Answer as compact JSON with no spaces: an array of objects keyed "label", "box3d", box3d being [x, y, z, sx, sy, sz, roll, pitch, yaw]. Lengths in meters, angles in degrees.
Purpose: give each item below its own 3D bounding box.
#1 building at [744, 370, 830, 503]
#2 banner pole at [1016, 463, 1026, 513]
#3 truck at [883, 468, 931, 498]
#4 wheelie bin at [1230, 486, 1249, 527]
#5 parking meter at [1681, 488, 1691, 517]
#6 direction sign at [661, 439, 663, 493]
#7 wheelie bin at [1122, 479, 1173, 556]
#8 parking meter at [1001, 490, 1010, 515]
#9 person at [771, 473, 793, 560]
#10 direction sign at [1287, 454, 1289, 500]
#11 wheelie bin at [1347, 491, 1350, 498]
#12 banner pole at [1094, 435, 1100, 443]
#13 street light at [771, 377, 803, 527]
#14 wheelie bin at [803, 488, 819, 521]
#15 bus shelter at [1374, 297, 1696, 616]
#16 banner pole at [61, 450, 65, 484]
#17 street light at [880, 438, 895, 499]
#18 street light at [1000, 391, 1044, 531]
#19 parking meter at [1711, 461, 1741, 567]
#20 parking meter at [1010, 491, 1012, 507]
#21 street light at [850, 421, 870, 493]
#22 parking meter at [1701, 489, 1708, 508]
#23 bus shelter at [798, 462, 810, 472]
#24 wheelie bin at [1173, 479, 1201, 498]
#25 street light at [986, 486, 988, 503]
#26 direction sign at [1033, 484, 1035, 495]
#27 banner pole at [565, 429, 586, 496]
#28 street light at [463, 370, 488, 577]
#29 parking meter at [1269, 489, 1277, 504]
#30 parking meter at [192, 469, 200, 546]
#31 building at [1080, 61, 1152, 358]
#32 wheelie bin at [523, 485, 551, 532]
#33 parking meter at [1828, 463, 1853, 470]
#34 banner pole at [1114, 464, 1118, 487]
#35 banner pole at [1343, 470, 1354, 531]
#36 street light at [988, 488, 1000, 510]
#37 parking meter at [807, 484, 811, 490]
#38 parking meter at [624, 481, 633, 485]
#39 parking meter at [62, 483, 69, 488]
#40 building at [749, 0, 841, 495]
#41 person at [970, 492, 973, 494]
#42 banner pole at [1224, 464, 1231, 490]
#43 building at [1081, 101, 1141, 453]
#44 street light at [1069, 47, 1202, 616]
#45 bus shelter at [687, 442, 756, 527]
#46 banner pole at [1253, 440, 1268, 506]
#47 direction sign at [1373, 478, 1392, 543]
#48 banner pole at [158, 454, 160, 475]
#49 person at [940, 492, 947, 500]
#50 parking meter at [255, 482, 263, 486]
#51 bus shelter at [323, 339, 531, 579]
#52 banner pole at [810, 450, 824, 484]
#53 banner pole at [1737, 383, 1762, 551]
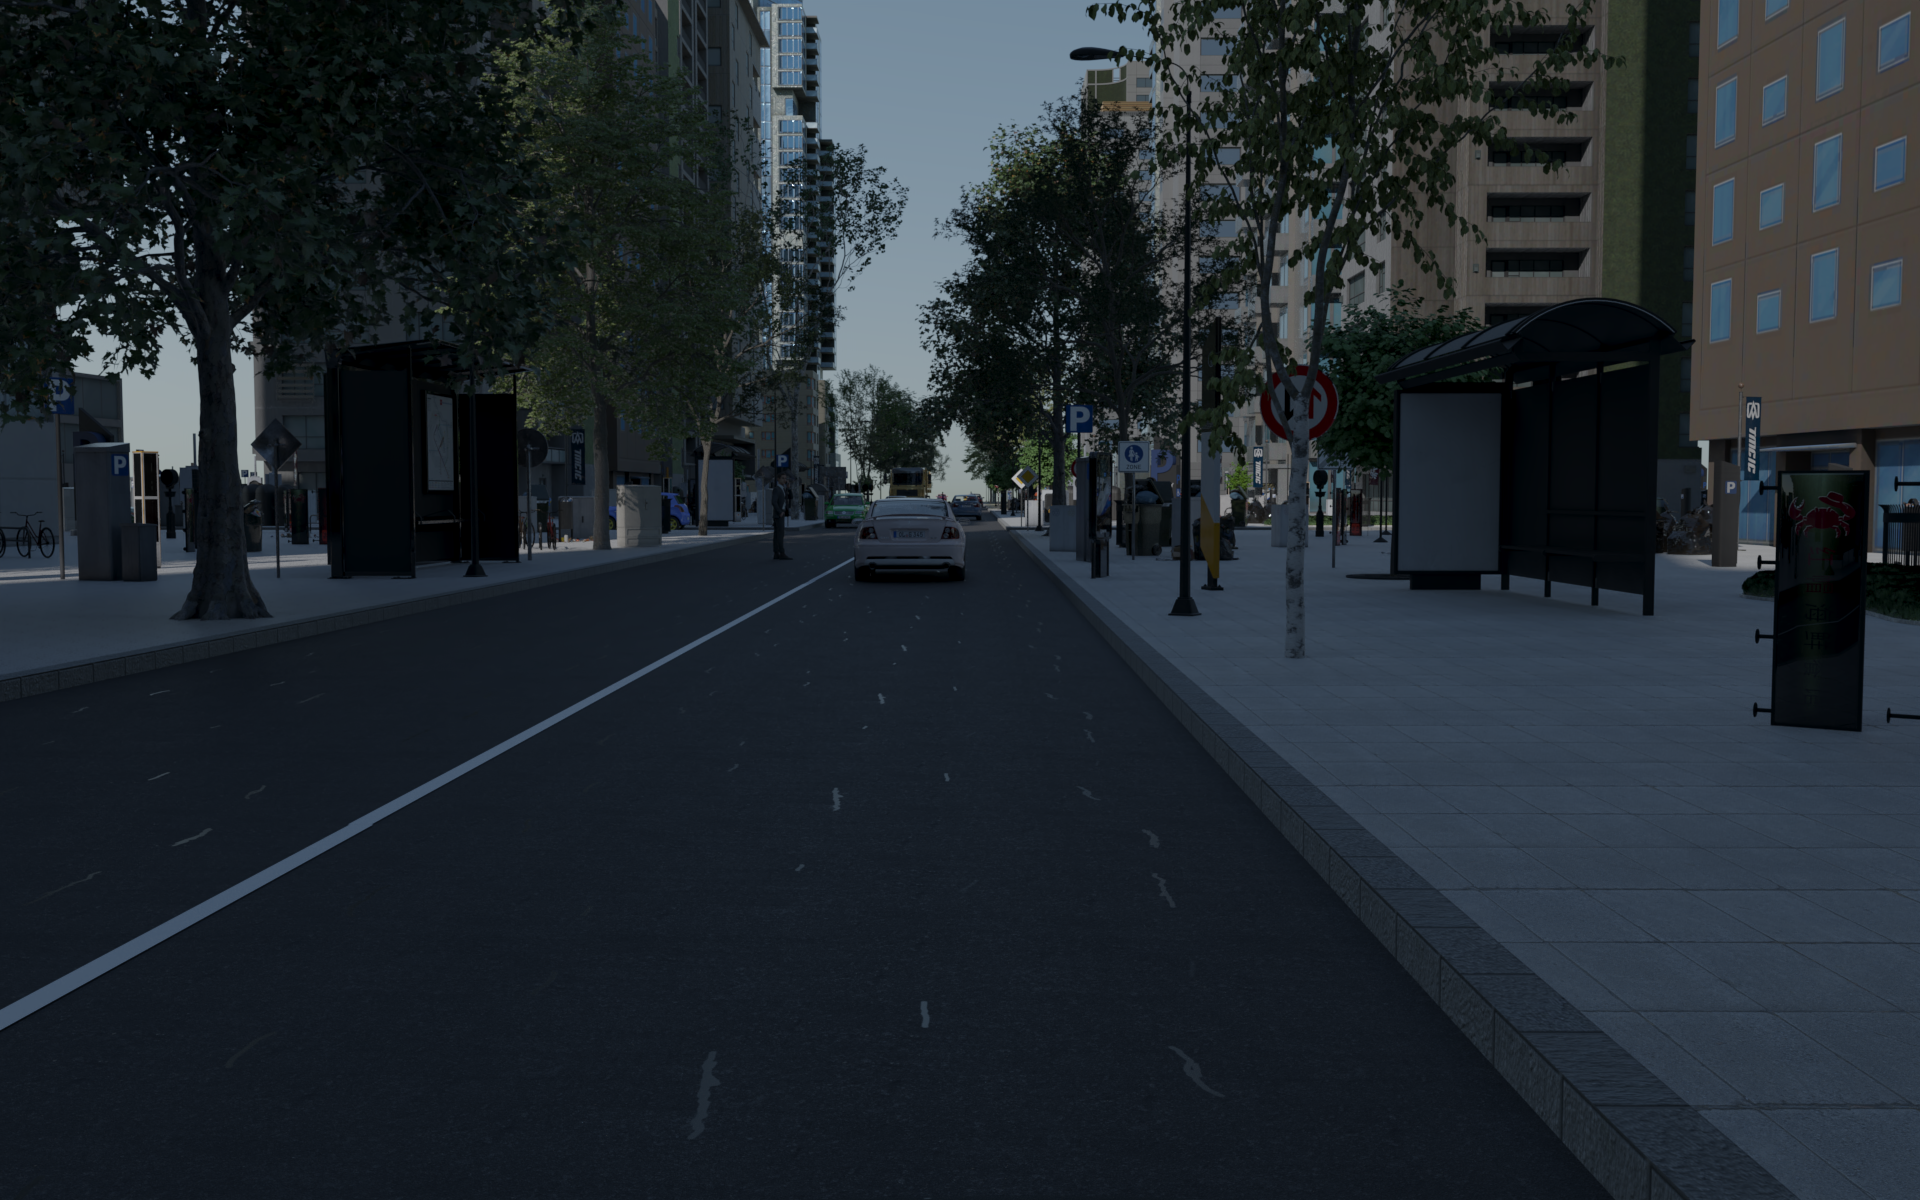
[{"label":"building","box3d":[-34.230,-25.173,256.620,27.650,21.520,28.899,0,4,0]},{"label":"banner pole","box3d":[3.978,-7.627,114.716,0.863,3.779,0.401,0,4,-4]},{"label":"truck","box3d":[-3.653,-8.117,128.640,3.469,3.379,9.791,0,4,2]},{"label":"wheelie bin","box3d":[10.876,-3.645,67.496,0.693,1.594,0.980,1,4,18]},{"label":"parking meter","box3d":[29.150,-3.739,69.544,0.372,1.533,0.369,0,3,0]},{"label":"direction sign","box3d":[-12.072,-4.783,70.195,0.379,3.537,0.876,-1,4,-15]},{"label":"wheelie bin","box3d":[3.807,-1.724,36.090,0.693,1.594,0.980,-2,4,-31]},{"label":"parking meter","box3d":[2.747,-6.115,108.394,0.372,1.533,0.369,0,3,0]},{"label":"person","box3d":[-3.885,-1.843,38.002,0.474,1.900,0.648,0,4,-2]},{"label":"direction sign","box3d":[18.525,-6.477,97.900,0.379,3.537,0.876,1,4,13]},{"label":"wheelie bin","box3d":[24.451,-6.093,107.535,0.693,1.594,0.980,3,5,40]},{"label":"banner pole","box3d":[5.854,-5.050,72.579,0.863,3.779,0.401,1,4,18]},{"label":"street light","box3d":[-6.710,-5.840,68.027,1.470,5.913,1.316,0,4,0]},{"label":"wheelie bin","box3d":[-7.252,-4.660,84.102,0.693,1.594,0.980,1,4,8]},{"label":"bus shelter","box3d":[6.563,-1.633,20.621,2.014,3.302,5.546,0,4,0]},{"label":"banner pole","box3d":[-50.859,-6.610,98.094,0.401,3.779,0.863,0,4,1]},{"label":"street light","box3d":[-6.080,-10.522,144.581,1.470,5.913,1.316,0,4,0]},{"label":"street light","box3d":[2.201,-5.325,59.611,1.470,5.913,1.316,0,4,0]},{"label":"parking meter","box3d":[13.490,-1.516,30.493,0.399,1.863,0.255,-1,4,-12]},{"label":"parking meter","box3d":[3.951,-7.927,138.009,0.372,1.533,0.369,0,3,0]},{"label":"street light","box3d":[-6.366,-8.376,109.489,1.470,5.913,1.316,0,4,0]},{"label":"parking meter","box3d":[38.865,-5.022,90.519,0.372,1.533,0.369,0,3,0]},{"label":"bus shelter","box3d":[-10.388,-6.817,105.374,2.014,3.302,5.546,0,4,1]},{"label":"wheelie bin","box3d":[5.158,-1.802,37.370,0.693,1.594,0.980,-3,5,-42]},{"label":"street light","box3d":[2.847,-10.418,142.880,1.470,5.913,1.316,0,4,0]},{"label":"direction sign","box3d":[4.532,-6.979,106.105,0.876,3.537,0.379,-2,4,-33]},{"label":"banner pole","box3d":[-13.035,-4.183,58.412,0.863,3.779,0.401,-1,4,-11]},{"label":"street light","box3d":[-6.977,-3.312,26.684,1.470,5.913,1.316,0,4,0]},{"label":"parking meter","box3d":[16.346,-5.017,90.440,0.372,1.533,0.369,0,3,0]},{"label":"parking meter","box3d":[-17.798,-2.141,40.716,0.255,1.863,0.399,3,4,38]},{"label":"building","box3d":[28.828,-52.162,291.104,20.563,71.187,20.611,0,4,0]},{"label":"wheelie bin","box3d":[-14.190,-3.060,57.938,0.980,1.594,0.693,-3,5,-39]},{"label":"parking meter","box3d":[16.536,-1.642,32.557,0.255,1.863,0.399,-2,4,-30]},{"label":"banner pole","box3d":[12.298,-8.981,136.863,0.401,3.779,0.863,2,4,29]},{"label":"banner pole","box3d":[13.459,-4.265,59.744,0.401,3.779,0.863,-1,4,-13]},{"label":"street light","box3d":[2.548,-7.848,100.853,1.470,5.913,1.316,0,4,0]},{"label":"parking meter","box3d":[-8.681,-5.812,100.745,0.399,1.863,0.255,3,4,38]},{"label":"parking meter","box3d":[-15.045,-4.455,78.555,0.399,1.863,0.255,0,4,3]},{"label":"parking meter","box3d":[-45.657,-5.050,88.285,0.399,1.863,0.255,0,4,2]},{"label":"building","box3d":[-30.508,-59.447,284.636,22.319,86.520,31.000,0,4,0]},{"label":"person","box3d":[1.666,-15.845,267.439,0.709,1.838,0.599,-3,4,-39]},{"label":"banner pole","box3d":[22.052,-9.324,142.466,0.401,3.779,0.863,-3,4,-38]},{"label":"building","box3d":[29.187,-44.315,266.556,21.231,58.520,28.212,0,4,0]},{"label":"street light","box3d":[1.839,-2.791,18.171,1.470,5.913,1.316,0,4,0]},{"label":"bus shelter","box3d":[-9.594,-4.670,70.270,2.014,3.302,5.546,0,4,0]},{"label":"banner pole","box3d":[13.928,-5.505,80.027,0.863,3.779,0.401,1,4,23]},{"label":"direction sign","box3d":[11.166,-3.295,45.870,0.876,3.537,0.379,-3,4,-38]},{"label":"banner pole","box3d":[-50.702,-7.286,109.146,0.401,3.779,0.863,3,5,43]},{"label":"person","box3d":[-2.261,-13.680,232.850,0.721,1.739,1.217,3,5,44]},{"label":"parking meter","box3d":[-34.327,-4.844,84.917,0.255,1.863,0.399,2,4,27]},{"label":"bus shelter","box3d":[-8.741,-2.318,29.178,1.731,3.624,6.357,0,4,1]},{"label":"banner pole","box3d":[-8.312,-6.660,98.905,0.863,3.779,0.401,-3,5,-44]},{"label":"banner pole","box3d":[17.771,-3.004,39.129,0.863,3.779,0.401,-1,4,-23]}]
